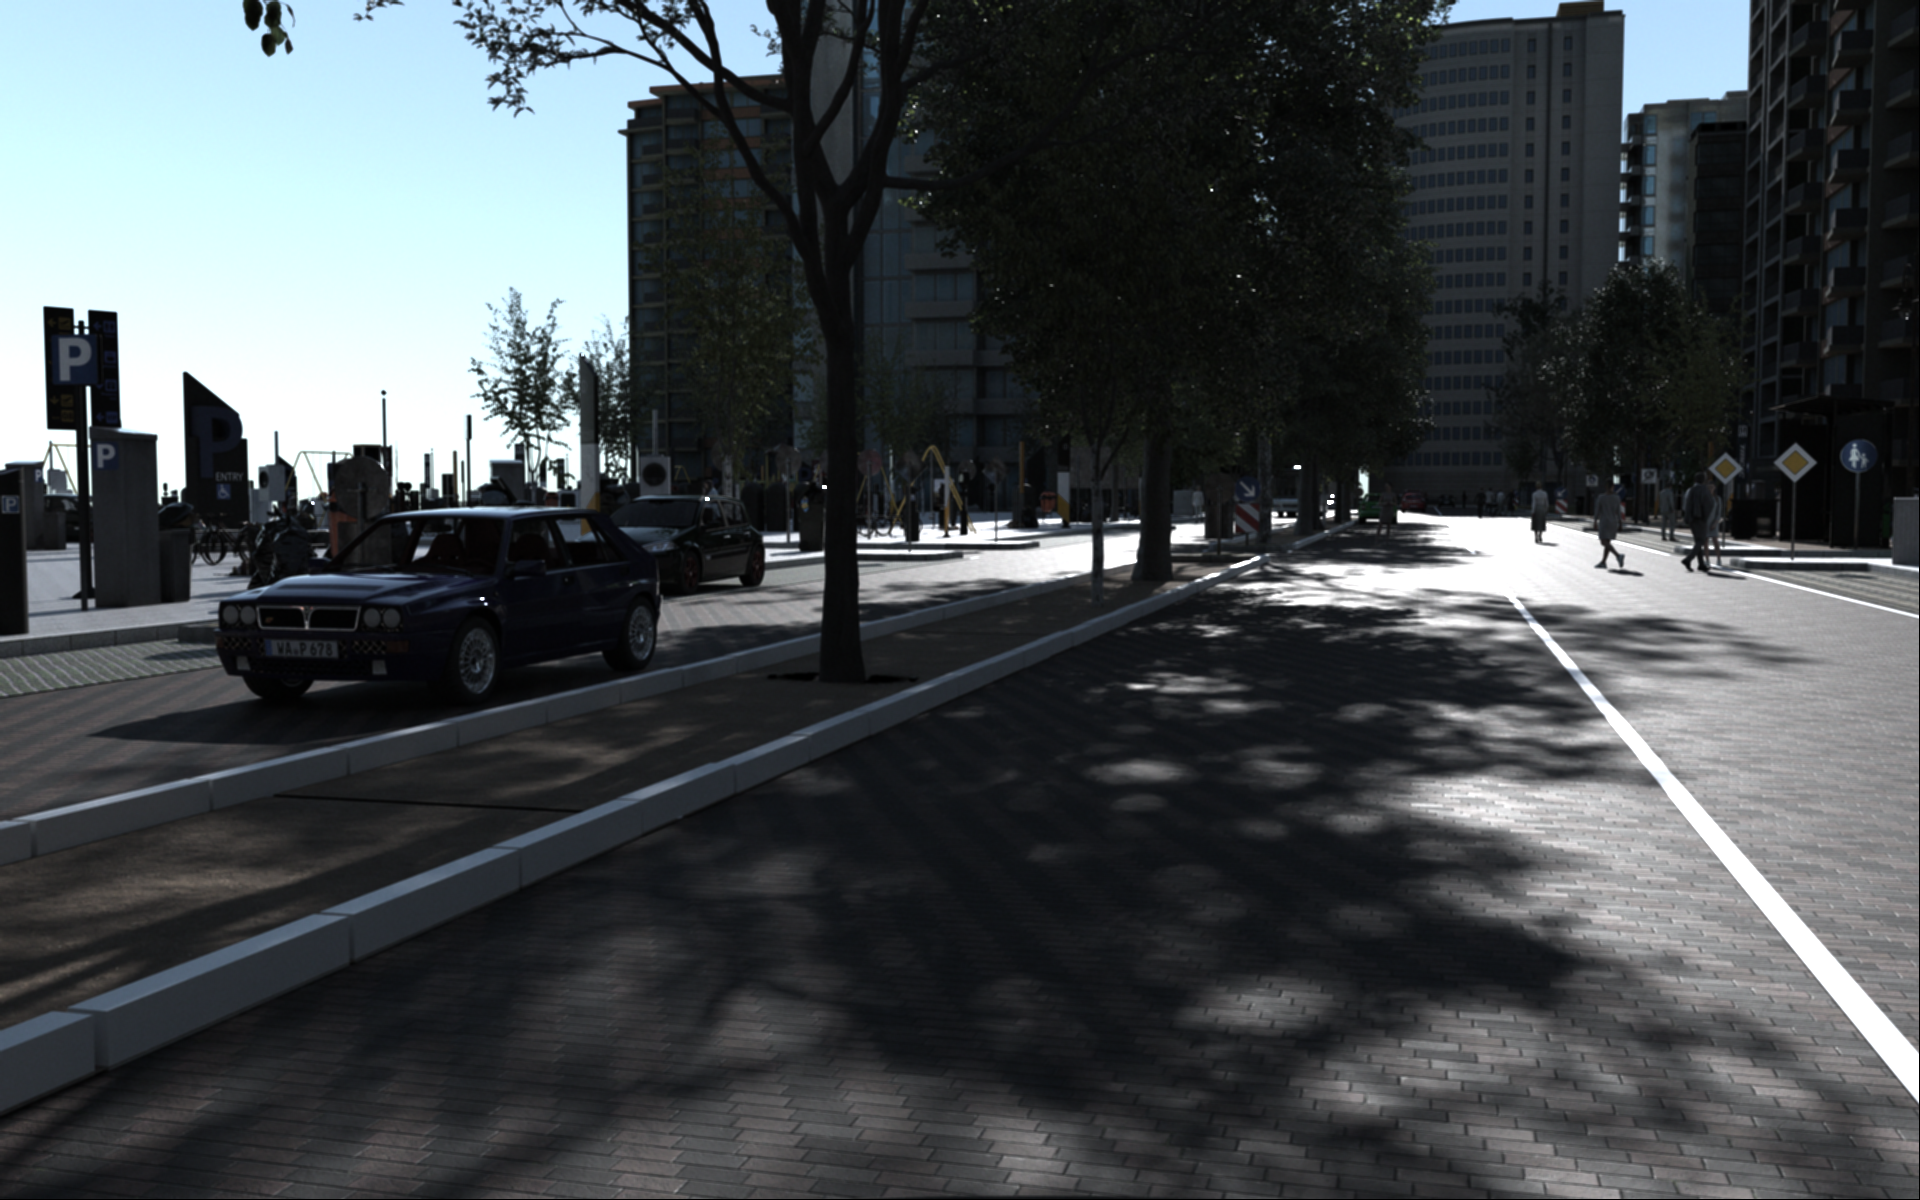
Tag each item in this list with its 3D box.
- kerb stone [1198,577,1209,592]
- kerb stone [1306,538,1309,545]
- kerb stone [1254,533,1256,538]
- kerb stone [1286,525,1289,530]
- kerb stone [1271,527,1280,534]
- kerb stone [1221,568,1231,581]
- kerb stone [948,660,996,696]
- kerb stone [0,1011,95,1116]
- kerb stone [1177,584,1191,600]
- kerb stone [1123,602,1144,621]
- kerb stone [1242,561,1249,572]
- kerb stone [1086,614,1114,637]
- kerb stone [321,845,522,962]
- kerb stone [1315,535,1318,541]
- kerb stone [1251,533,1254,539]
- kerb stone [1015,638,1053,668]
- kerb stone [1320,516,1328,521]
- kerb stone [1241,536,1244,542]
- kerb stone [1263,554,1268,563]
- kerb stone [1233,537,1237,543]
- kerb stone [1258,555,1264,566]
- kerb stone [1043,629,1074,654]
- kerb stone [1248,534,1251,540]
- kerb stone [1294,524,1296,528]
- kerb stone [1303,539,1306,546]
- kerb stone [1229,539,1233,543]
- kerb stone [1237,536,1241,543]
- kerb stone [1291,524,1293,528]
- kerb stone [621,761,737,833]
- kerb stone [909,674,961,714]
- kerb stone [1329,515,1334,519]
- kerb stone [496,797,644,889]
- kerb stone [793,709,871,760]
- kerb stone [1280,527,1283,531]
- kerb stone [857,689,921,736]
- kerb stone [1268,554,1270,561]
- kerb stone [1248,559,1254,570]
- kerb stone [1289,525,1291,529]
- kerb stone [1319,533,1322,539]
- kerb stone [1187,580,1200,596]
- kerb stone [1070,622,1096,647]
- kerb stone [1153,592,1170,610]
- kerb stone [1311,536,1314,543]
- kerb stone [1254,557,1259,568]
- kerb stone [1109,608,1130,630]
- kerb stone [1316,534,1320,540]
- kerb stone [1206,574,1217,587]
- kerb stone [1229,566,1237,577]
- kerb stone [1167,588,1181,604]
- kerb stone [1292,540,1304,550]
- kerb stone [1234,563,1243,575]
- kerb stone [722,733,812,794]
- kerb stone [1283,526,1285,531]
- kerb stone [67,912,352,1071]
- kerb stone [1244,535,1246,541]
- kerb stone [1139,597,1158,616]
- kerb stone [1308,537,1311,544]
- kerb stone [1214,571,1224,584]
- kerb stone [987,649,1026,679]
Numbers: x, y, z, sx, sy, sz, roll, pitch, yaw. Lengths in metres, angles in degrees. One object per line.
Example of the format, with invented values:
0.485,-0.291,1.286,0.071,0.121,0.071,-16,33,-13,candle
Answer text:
3.523,-0.208,25.593,0.120,0.150,1.000,1,4,15,kerb stone
9.479,-1.572,47.890,0.120,0.150,1.000,1,4,15,kerb stone
9.304,-2.026,55.357,0.120,0.150,1.000,1,4,15,kerb stone
12.762,-2.816,68.229,0.120,0.150,1.000,1,4,15,kerb stone
11.695,-2.574,64.278,0.120,0.150,1.000,1,4,15,kerb stone
4.315,-0.381,28.556,0.120,0.150,1.000,1,4,15,kerb stone
0.068,0.580,12.714,0.120,0.150,1.000,1,4,15,kerb stone
-2.322,1.125,3.803,0.120,0.150,1.000,1,4,15,kerb stone
2.991,-0.086,23.604,0.120,0.150,1.000,1,4,15,kerb stone
1.918,0.156,19.651,0.120,0.150,1.000,1,4,15,kerb stone
5.101,-0.571,31.530,0.120,0.150,1.000,1,4,15,kerb stone
1.397,0.277,17.672,0.120,0.150,1.000,1,4,15,kerb stone
-1.780,1.004,5.791,0.120,0.150,1.000,1,4,15,kerb stone
10.543,-1.813,51.838,0.120,0.150,1.000,1,4,15,kerb stone
9.037,-1.966,54.371,0.120,0.150,1.000,1,4,15,kerb stone
0.603,0.459,14.693,0.120,0.150,1.000,1,4,15,kerb stone
20.171,-4.511,95.951,0.120,0.150,1.000,1,4,15,kerb stone
8.249,-1.787,51.406,0.120,0.150,1.000,1,4,15,kerb stone
6.160,-0.811,35.491,0.120,0.150,1.000,1,4,15,kerb stone
7.714,-1.665,49.425,0.120,0.150,1.000,1,4,15,kerb stone
5.909,-0.749,34.498,0.120,0.150,1.000,1,4,15,kerb stone
0.857,0.398,15.695,0.120,0.150,1.000,1,4,15,kerb stone
8.779,-1.907,53.381,0.120,0.150,1.000,1,4,15,kerb stone
13.815,-3.049,72.203,0.120,0.150,1.000,1,4,15,kerb stone
9.212,-1.505,46.902,0.120,0.150,1.000,1,4,15,kerb stone
7.459,-1.603,48.435,0.120,0.150,1.000,1,4,15,kerb stone
7.982,-1.726,50.412,0.120,0.150,1.000,1,4,15,kerb stone
13.283,-2.933,70.220,0.120,0.150,1.000,1,4,15,kerb stone
-1.261,0.882,7.770,0.120,0.150,1.000,1,4,15,kerb stone
-0.198,0.642,11.727,0.120,0.150,1.000,1,4,15,kerb stone
21.756,-4.872,101.892,0.120,0.150,1.000,1,4,15,kerb stone
-1.518,0.943,6.779,0.120,0.150,1.000,1,4,15,kerb stone
-0.726,0.763,9.752,0.120,0.150,1.000,1,4,15,kerb stone
11.958,-2.634,65.266,0.120,0.150,1.000,1,4,15,kerb stone
-0.454,0.701,10.737,0.120,0.150,1.000,1,4,15,kerb stone
6.430,-0.869,36.488,0.120,0.150,1.000,1,4,15,kerb stone
5.372,-0.632,32.521,0.120,0.150,1.000,1,4,15,kerb stone
13.023,-2.872,69.226,0.120,0.150,1.000,1,4,15,kerb stone
11.067,-1.928,53.826,0.120,0.150,1.000,1,4,15,kerb stone
3.248,-0.147,24.602,0.120,0.150,1.000,1,4,15,kerb stone
1.135,0.344,16.682,0.120,0.150,1.000,1,4,15,kerb stone
2.458,0.037,21.626,0.120,0.150,1.000,1,4,15,kerb stone
10.016,-1.692,49.863,0.120,0.150,1.000,1,4,15,kerb stone
5.638,-0.692,33.512,0.120,0.150,1.000,1,4,15,kerb stone
1.666,0.219,18.658,0.120,0.150,1.000,1,4,15,kerb stone
10.803,-1.872,52.833,0.120,0.150,1.000,1,4,15,kerb stone
3.781,-0.265,26.582,0.120,0.150,1.000,1,4,15,kerb stone
4.572,-0.448,29.545,0.120,0.150,1.000,1,4,15,kerb stone
2.720,-0.021,22.614,0.120,0.150,1.000,1,4,15,kerb stone
8.953,-1.451,45.912,0.120,0.150,1.000,1,4,15,kerb stone
4.835,-0.510,30.538,0.120,0.150,1.000,1,4,15,kerb stone
-0.991,0.830,8.756,0.120,0.150,1.000,1,4,15,kerb stone
12.219,-2.693,66.257,0.120,0.150,1.000,1,4,15,kerb stone
-2.044,1.064,4.796,0.120,0.150,1.000,1,4,15,kerb stone
8.514,-1.847,52.393,0.120,0.150,1.000,1,4,15,kerb stone
2.193,0.095,20.637,0.120,0.150,1.000,1,4,15,kerb stone
9.737,-1.632,48.879,0.120,0.150,1.000,1,4,15,kerb stone
4.050,-0.325,27.568,0.120,0.150,1.000,1,4,15,kerb stone
0.331,0.524,13.708,0.120,0.150,1.000,1,4,15,kerb stone
